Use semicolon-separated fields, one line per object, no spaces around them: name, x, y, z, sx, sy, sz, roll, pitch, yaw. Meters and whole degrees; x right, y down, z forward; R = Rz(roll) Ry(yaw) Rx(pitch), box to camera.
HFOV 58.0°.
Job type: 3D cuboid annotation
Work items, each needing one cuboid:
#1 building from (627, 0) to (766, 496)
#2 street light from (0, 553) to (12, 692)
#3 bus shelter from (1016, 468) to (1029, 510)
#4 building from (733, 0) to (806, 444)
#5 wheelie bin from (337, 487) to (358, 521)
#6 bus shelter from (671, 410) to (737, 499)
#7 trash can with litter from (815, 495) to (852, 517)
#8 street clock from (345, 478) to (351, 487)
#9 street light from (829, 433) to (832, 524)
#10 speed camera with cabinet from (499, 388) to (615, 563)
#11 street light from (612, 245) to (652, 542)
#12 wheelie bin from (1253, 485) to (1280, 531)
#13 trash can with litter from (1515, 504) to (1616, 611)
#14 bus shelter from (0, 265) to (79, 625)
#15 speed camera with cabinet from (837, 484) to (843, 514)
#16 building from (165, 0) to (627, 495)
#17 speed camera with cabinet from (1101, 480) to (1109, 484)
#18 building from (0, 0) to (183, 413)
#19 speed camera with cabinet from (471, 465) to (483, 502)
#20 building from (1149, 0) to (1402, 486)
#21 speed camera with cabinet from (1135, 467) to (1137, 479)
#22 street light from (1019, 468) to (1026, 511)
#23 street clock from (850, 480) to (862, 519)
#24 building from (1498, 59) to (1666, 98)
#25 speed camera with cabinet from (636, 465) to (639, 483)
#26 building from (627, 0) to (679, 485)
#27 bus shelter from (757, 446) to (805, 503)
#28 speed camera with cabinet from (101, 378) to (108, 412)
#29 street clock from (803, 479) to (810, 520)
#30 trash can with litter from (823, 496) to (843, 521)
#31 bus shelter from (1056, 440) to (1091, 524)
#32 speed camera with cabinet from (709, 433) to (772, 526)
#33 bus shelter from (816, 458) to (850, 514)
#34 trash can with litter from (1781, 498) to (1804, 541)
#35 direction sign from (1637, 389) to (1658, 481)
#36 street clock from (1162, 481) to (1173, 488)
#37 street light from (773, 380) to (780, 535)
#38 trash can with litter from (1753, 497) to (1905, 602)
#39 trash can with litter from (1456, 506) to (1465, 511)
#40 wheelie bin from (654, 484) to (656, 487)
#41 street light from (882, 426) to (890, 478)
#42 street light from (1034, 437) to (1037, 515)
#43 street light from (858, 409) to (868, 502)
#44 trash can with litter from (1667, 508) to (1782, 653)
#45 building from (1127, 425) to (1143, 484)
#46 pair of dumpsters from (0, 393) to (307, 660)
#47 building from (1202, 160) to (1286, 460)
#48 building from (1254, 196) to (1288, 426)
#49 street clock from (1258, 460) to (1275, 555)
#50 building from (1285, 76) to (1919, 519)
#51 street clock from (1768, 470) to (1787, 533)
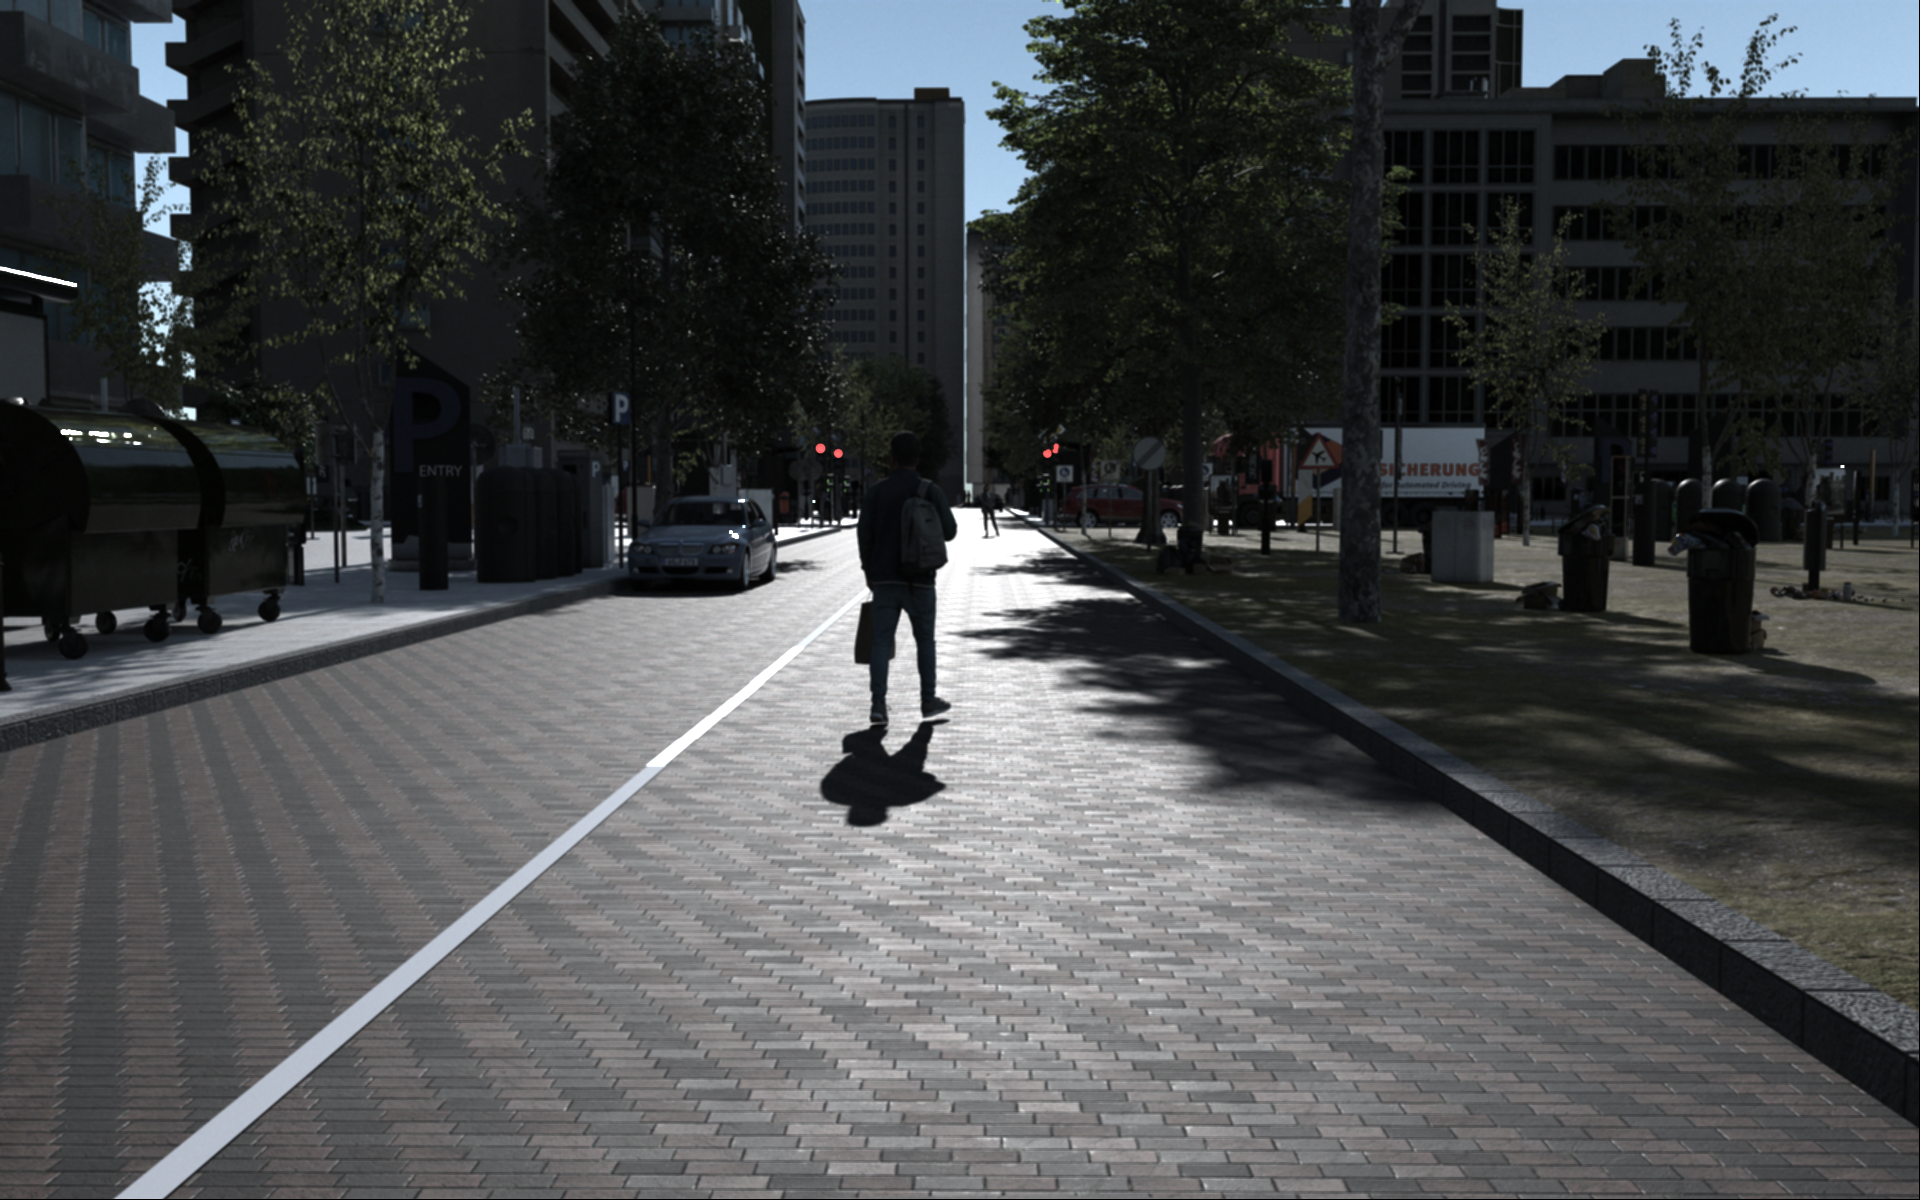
building;-30.496;-33.256;163.349;23.786;49.044;30.456;0;4;1
street light;-6.285;-2.344;11.114;0.468;5.910;1.993;0;4;1
bus shelter;5.485;-8.770;137.315;2.014;3.302;5.546;0;4;1
building;-32.141;-40.177;198.887;28.212;58.520;21.231;0;4;1
wheelie bin;-26.732;-4.133;75.480;0.693;1.594;0.980;2;4;29
bus shelter;-9.343;-5.110;61.180;2.179;5.291;8.768;0;4;1
trash can with litter;-7.788;-5.869;107.019;2.233;1.210;1.678;0;4;2
street clock;-28.465;-4.631;80.280;0.471;2.002;0.358;1;4;15
street light;-5.480;-6.133;73.065;0.468;5.910;1.993;0;4;1
speed camera with cabinet;-7.538;-2.329;32.414;2.038;3.252;0.660;0;4;3
street light;-6.110;-3.646;32.405;0.468;5.910;1.993;0;4;1
wheelie bin;10.730;-3.223;60.599;0.980;1.594;0.693;1;4;16
trash can with litter;6.662;-0.473;19.126;0.624;1.170;1.055;-3;5;-44
bus shelter;-9.782;-2.141;12.644;2.179;5.291;8.768;0;4;1
speed camera with cabinet;-7.868;-7.079;110.079;0.660;3.252;2.038;-2;4;-24
building;-31.770;-29.092;99.357;21.300;48.544;21.600;0;4;1
speed camera with cabinet;9.066;-6.762;104.886;0.660;3.252;2.038;-1;4;-13
building;-35.364;-25.528;36.990;30.456;49.044;23.786;0;4;1
speed camera with cabinet;-13.400;-3.323;48.662;2.038;3.252;0.660;3;5;40
building;29.611;-33.264;167.570;21.300;48.544;21.600;0;4;1
speed camera with cabinet;12.569;-7.960;124.479;0.660;3.252;2.038;2;4;28
street light;4.766;-9.390;126.316;0.468;5.910;1.993;0;4;1
street clock;-5.504;-5.264;90.639;0.358;2.002;0.471;3;4;37
building;69.942;-35.127;198.032;21.600;48.544;21.300;0;4;1
speed camera with cabinet;-21.965;-7.551;117.794;0.660;3.252;2.038;1;4;9
building;-34.704;-26.871;131.227;32.217;40.220;23.993;0;4;1
bus shelter;-8.957;-5.868;87.221;1.731;3.624;6.357;0;4;1
speed camera with cabinet;-14.882;-2.116;28.935;0.660;3.252;2.038;3;5;41
street clock;-7.513;-4.904;84.757;0.358;2.002;0.471;0;4;-2
trash can with litter;-6.073;-4.345;82.431;1.055;1.170;0.624;1;4;16
bus shelter;4.893;-5.292;77.805;1.731;3.624;6.357;0;4;1
speed camera with cabinet;-7.090;-3.776;56.067;2.038;3.252;0.660;-3;4;-38
bus shelter;-8.357;-7.539;114.553;1.731;3.624;6.357;0;4;1
trash can with litter;22.978;-2.209;47.506;0.624;1.170;1.055;0;4;-6
direction sign;14.890;-2.787;37.568;0.876;3.537;0.379;-3;5;-43
street clock;11.646;-5.695;97.677;0.471;2.002;0.358;-2;4;-27
street light;-5.715;-4.950;53.722;0.468;5.910;1.993;0;4;1
trash can with litter;10.799;-0.654;21.744;1.678;1.210;2.233;1;4;20
trash can with litter;40.644;-7.897;140.496;0.624;1.170;1.055;2;4;29
wheelie bin;-9.569;-2.880;54.995;0.693;1.594;0.980;-2;4;-30
street light;-4.954;-8.739;115.674;0.468;5.910;1.993;0;4;1
street light;4.552;-8.080;104.901;0.468;5.910;1.993;0;4;1
street light;-5.305;-7.443;94.488;0.468;5.910;1.993;0;4;1
trash can with litter;6.258;-0.173;14.221;0.624;1.170;1.055;3;4;37
building;33.826;-21.385;194.686;27.650;21.520;28.899;0;4;1
pair of dumpsters;-7.385;-0.787;15.366;1.574;2.255;4.437;0;4;1
building;26.278;-21.292;135.518;14.401;28.519;23.554;0;4;1
building;25.285;-16.524;111.971;13.314;21.916;24.055;0;4;1
street clock;6.479;-1.963;36.661;0.358;2.002;0.471;1;4;8
building;33.555;-16.709;92.262;30.058;24.678;14.314;0;4;1
street clock;24.121;-2.850;51.160;0.471;2.002;0.358;-1;4;-9
